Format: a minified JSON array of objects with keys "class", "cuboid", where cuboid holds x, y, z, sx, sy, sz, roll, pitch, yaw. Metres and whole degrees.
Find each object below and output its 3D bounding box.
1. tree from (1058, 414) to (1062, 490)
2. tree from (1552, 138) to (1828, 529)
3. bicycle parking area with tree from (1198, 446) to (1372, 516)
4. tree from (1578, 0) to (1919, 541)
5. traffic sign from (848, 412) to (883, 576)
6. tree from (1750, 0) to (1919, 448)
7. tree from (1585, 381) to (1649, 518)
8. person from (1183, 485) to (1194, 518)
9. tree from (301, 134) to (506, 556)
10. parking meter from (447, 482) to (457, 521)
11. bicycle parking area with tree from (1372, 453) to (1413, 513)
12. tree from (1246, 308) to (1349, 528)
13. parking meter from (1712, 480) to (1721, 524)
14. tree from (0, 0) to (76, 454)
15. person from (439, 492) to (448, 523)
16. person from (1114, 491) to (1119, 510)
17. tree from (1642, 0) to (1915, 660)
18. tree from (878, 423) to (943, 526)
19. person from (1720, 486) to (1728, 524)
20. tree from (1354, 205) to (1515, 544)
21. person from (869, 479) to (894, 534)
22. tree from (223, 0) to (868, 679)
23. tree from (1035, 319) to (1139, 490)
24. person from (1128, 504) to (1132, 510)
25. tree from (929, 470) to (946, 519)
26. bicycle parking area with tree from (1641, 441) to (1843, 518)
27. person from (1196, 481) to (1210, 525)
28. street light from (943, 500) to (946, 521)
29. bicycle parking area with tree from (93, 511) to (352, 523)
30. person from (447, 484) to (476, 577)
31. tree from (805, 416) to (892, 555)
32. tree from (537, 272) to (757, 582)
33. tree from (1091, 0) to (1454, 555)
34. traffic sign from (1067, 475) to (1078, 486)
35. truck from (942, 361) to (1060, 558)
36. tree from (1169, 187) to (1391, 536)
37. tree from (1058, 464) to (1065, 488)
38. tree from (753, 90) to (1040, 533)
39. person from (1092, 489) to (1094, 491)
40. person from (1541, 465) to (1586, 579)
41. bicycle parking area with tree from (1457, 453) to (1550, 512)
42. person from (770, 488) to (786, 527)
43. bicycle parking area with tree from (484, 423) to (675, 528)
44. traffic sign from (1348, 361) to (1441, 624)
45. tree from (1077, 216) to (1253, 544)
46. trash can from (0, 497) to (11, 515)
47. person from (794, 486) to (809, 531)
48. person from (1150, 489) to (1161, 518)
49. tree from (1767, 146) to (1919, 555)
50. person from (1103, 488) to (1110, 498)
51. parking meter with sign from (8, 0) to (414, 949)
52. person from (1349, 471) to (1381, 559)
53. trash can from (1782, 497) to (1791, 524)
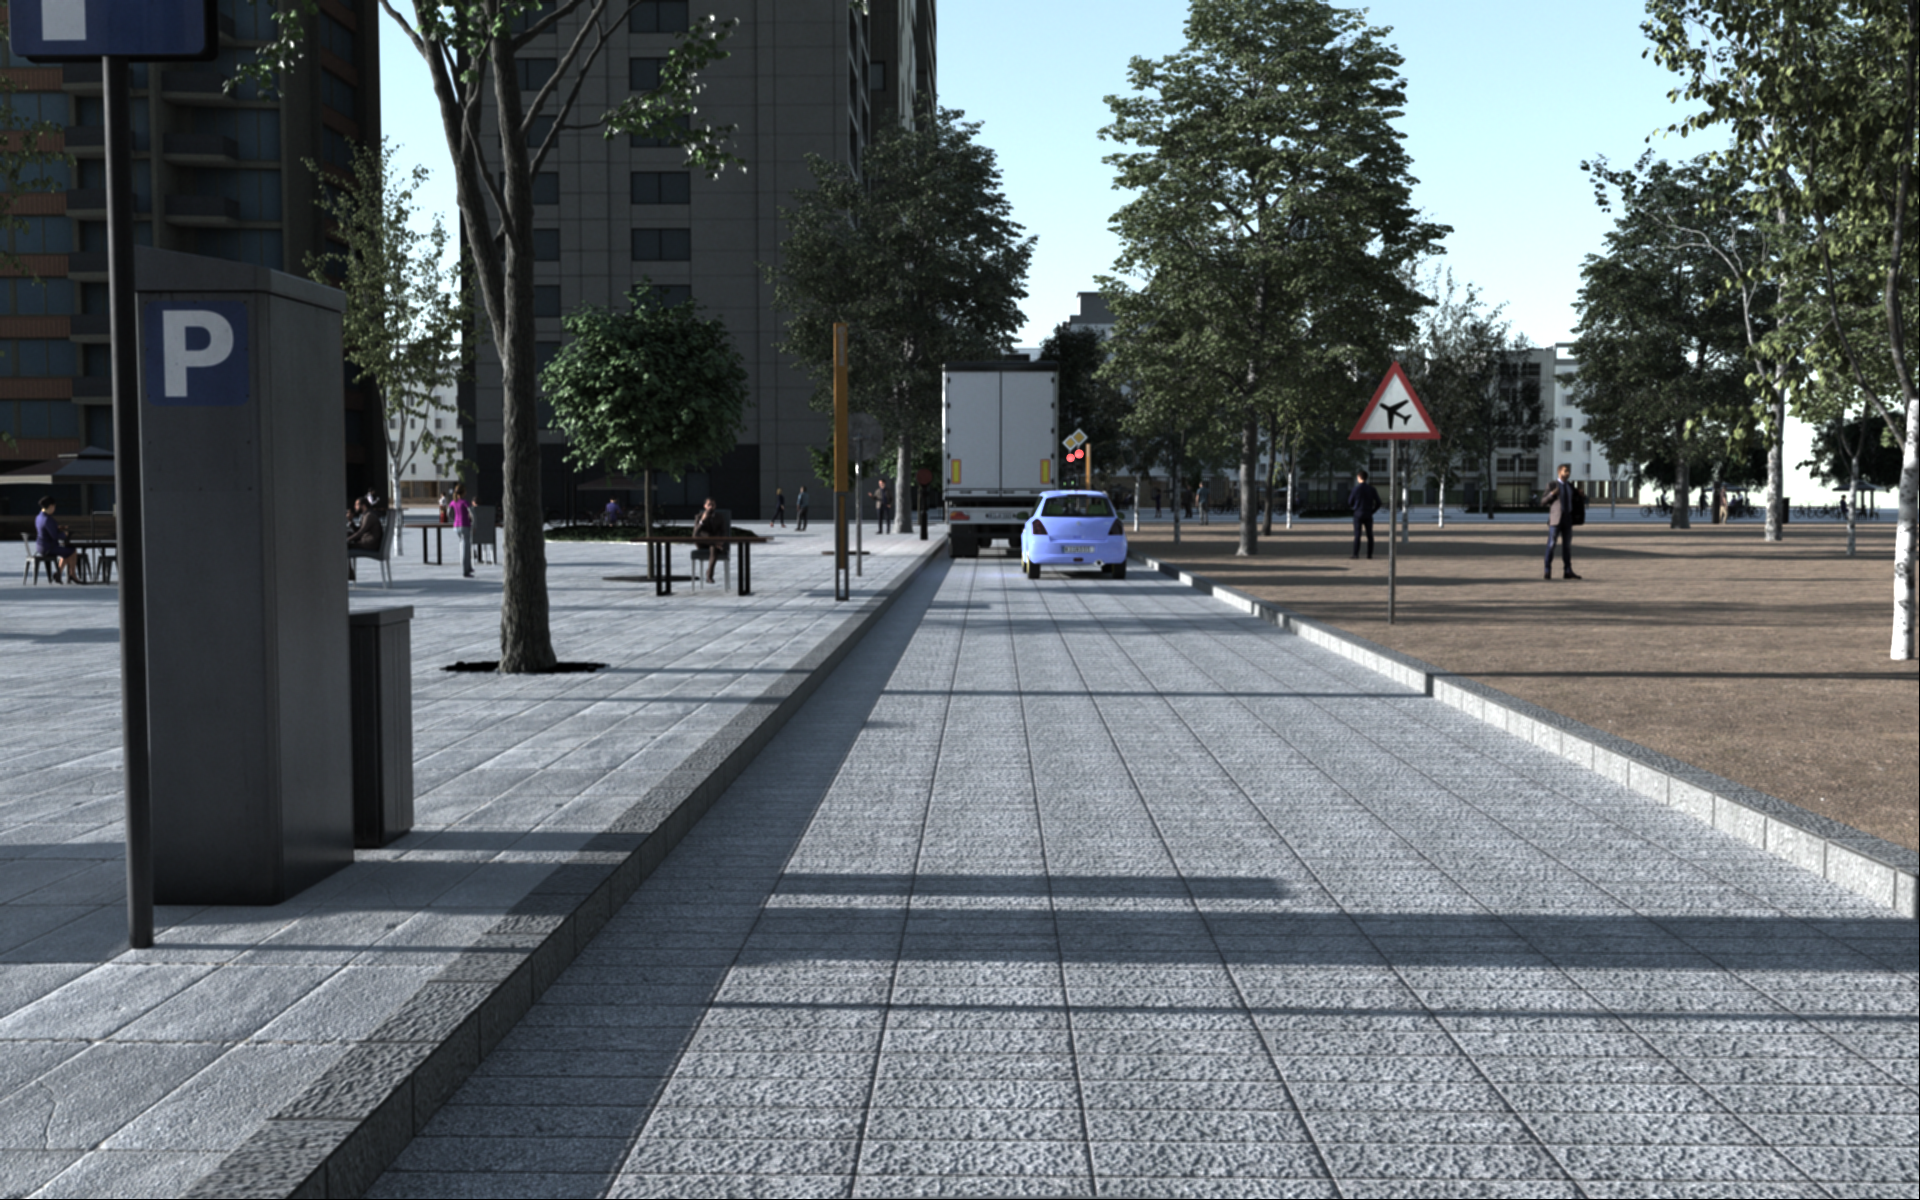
[{"class":"tree","cuboid":[6.559,-11.011,130.398,4.360,8.622,3.978,0,3,0]},{"class":"tree","cuboid":[26.562,-9.603,63.658,9.857,13.997,8.962,0,3,0]},{"class":"bicycle parking area with tree","cuboid":[19.421,-7.256,105.639,9.016,4.147,8.231,0,4,-1]},{"class":"tree","cuboid":[23.629,-11.738,47.812,12.611,20.169,13.585,0,3,0]},{"class":"traffic sign","cuboid":[-1.578,-1.643,26.967,0.768,2.556,0.104,0,4,2]},{"class":"tree","cuboid":[16.968,-6.745,28.404,7.486,12.596,7.792,0,3,0]},{"class":"tree","cuboid":[35.331,-8.730,93.093,4.360,8.622,3.978,0,3,0]},{"class":"person","cuboid":[12.173,-5.253,92.487,0.434,1.755,0.990,-1,4,-23]},{"class":"tree","cuboid":[-11.572,-5.221,35.734,4.737,8.622,4.395,0,3,0]},{"class":"parking meter","cuboid":[-23.836,-4.627,81.359,0.399,1.863,0.255,1,4,18]},{"class":"bicycle parking area with tree","cuboid":[26.718,-8.120,119.763,8.231,4.147,9.016,-1,4,-20]},{"class":"tree","cuboid":[12.513,-6.993,64.690,4.737,8.622,4.395,0,3,0]},{"class":"parking meter","cuboid":[32.290,-4.173,73.935,0.255,1.863,0.399,1,4,11]},{"class":"tree","cuboid":[-11.994,-4.227,19.479,4.737,8.622,4.395,0,3,0]},{"class":"person","cuboid":[-23.104,-4.069,77.501,0.387,1.526,0.523,-3,4,-38]},{"class":"person","cuboid":[12.242,-7.781,135.525,0.482,1.546,0.388,0,4,-1]},{"class":"tree","cuboid":[7.420,-3.859,13.463,4.737,8.622,4.395,0,3,0]},{"class":"tree","cuboid":[-1.615,-5.342,71.061,4.285,4.588,4.351,0,3,0]},{"class":"person","cuboid":[33.817,-4.159,76.624,0.434,1.807,0.598,0,4,8]},{"class":"tree","cuboid":[11.601,-5.742,44.246,4.360,8.622,3.978,0,3,0]},{"class":"person","cuboid":[-2.531,-2.988,55.430,0.617,1.759,0.750,2,4,27]},{"class":"tree","cuboid":[-3.321,-5.288,12.210,9.928,11.665,9.643,0,3,0]},{"class":"tree","cuboid":[7.370,-12.013,113.419,9.611,12.733,9.660,0,3,0]},{"class":"person","cuboid":[13.286,-7.262,135.250,0.381,0.543,0.357,0,4,0]},{"class":"tree","cuboid":[-0.942,-5.913,91.272,1.663,3.219,1.824,0,3,0]},{"class":"bicycle parking area with tree","cuboid":[43.211,-6.646,95.671,9.016,4.147,8.231,-1,4,-11]},{"class":"person","cuboid":[10.187,-4.060,72.549,0.598,1.807,0.434,0,4,-4]},{"class":"street light","cuboid":[-0.753,-6.699,82.309,0.468,5.910,1.993,0,4,1]},{"class":"bicycle parking area with tree","cuboid":[-28.190,-4.875,66.717,9.016,4.147,8.231,2,4,33]},{"class":"person","cuboid":[-7.619,-1.073,26.822,0.726,1.434,0.776,1,4,19]},{"class":"tree","cuboid":[-2.555,-2.585,36.870,1.663,3.219,1.824,0,3,0]},{"class":"tree","cuboid":[-4.653,-2.581,25.916,4.285,4.588,4.351,0,3,0]},{"class":"tree","cuboid":[6.469,-7.217,36.131,7.486,12.596,7.792,0,3,0]},{"class":"traffic sign","cuboid":[5.782,-5.291,88.629,0.606,2.300,0.079,1,4,9]},{"class":"truck","cuboid":[0.981,-3.259,42.204,2.839,4.237,11.283,0,4,1]},{"class":"tree","cuboid":[9.677,-7.223,52.512,7.601,10.594,8.767,1,4,16]},{"class":"tree","cuboid":[7.086,-9.774,143.516,4.285,4.588,4.351,0,3,0]},{"class":"tree","cuboid":[-1.876,-9.173,56.634,9.857,13.997,8.962,0,3,0]},{"class":"person","cuboid":[12.357,-9.335,159.347,0.721,1.739,1.217,-1,4,-17]},{"class":"person","cuboid":[9.072,-1.172,26.026,0.655,1.722,0.431,-1,4,-10]},{"class":"bicycle parking area with tree","cuboid":[39.656,-8.374,123.923,9.016,4.147,8.231,2,4,28]},{"class":"person","cuboid":[-7.072,-3.598,67.412,0.613,1.512,0.480,-1,4,-9]},{"class":"bicycle parking area with tree","cuboid":[-14.899,-4.891,66.974,9.016,4.147,8.231,0,4,4]},{"class":"traffic sign","cuboid":[4.255,-1.040,17.007,0.884,2.594,0.081,1,4,9]},{"class":"tree","cuboid":[5.652,-5.732,44.084,4.360,8.622,3.978,0,3,0]},{"class":"trash can","cuboid":[-41.668,-3.894,75.321,0.748,1.137,0.748,0,3,0]},{"class":"person","cuboid":[-5.448,-3.151,59.780,0.499,1.552,0.429,-2,4,-23]},{"class":"person","cuboid":[10.574,-5.192,93.305,0.546,1.535,0.453,-1,4,-22]},{"class":"tree","cuboid":[18.892,-5.250,36.202,4.360,8.622,3.978,0,3,0]},{"class":"person","cuboid":[13.009,-9.055,154.237,0.789,1.805,0.875,-3,5,-42]},{"class":"parking meter with sign","cuboid":[-2.296,-0.574,5.645,0.543,3.016,1.738,0,4,2]},{"class":"person","cuboid":[7.968,-1.684,34.281,0.576,1.737,0.504,-1,4,-16]},{"class":"trash can","cuboid":[35.101,-3.815,74.023,0.748,1.137,0.748,0,3,0]}]
